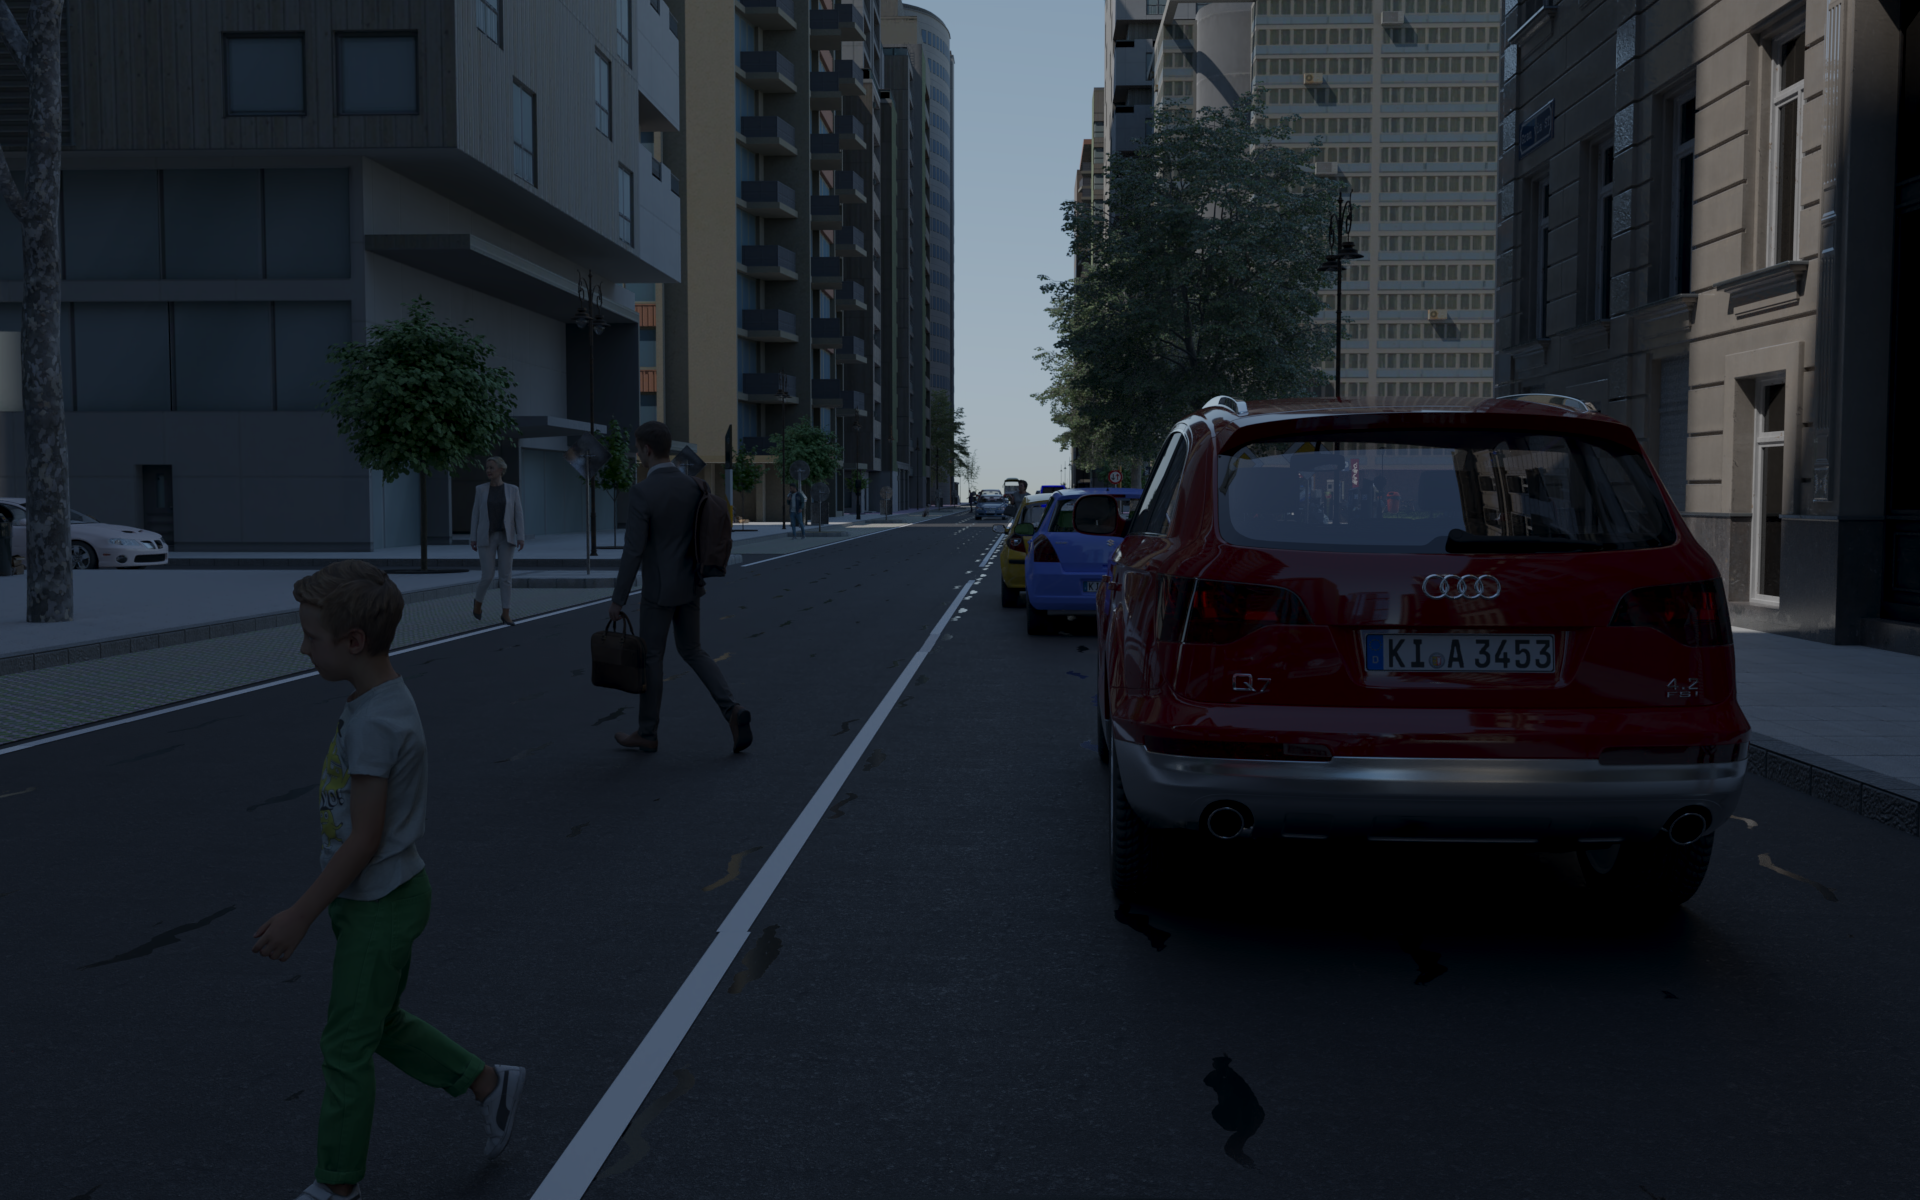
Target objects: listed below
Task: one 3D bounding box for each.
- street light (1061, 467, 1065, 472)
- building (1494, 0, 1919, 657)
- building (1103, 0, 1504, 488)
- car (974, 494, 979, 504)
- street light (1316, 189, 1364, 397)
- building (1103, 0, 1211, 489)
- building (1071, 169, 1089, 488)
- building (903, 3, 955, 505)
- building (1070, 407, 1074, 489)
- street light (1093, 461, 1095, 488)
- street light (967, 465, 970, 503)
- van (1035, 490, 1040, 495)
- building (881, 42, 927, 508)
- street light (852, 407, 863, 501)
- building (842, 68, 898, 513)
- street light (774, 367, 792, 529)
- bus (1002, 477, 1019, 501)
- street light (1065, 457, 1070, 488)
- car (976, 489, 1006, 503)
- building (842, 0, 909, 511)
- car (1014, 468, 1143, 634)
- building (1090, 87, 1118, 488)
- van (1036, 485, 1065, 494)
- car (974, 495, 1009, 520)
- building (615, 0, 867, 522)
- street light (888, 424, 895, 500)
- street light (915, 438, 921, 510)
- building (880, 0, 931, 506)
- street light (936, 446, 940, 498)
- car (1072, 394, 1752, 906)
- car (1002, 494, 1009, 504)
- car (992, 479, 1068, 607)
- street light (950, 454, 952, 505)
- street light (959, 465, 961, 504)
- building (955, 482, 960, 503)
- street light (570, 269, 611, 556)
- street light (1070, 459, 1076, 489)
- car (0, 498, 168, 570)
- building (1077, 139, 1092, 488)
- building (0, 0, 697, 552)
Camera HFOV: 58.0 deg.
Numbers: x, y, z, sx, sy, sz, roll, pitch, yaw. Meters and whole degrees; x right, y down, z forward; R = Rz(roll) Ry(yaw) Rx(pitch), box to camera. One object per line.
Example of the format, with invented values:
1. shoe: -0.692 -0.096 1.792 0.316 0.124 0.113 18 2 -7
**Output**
1. street light: 14.654 -16.440 241.586 0.468 5.910 1.993 0 4 2
2. building: 13.008 -13.180 12.755 12.463 27.353 25.104 0 4 2
3. building: 27.145 -26.822 130.423 32.217 40.220 23.993 0 4 2
4. car: 2.865 -13.879 237.147 2.015 1.641 3.980 0 4 4
5. street light: 5.815 -3.294 26.645 0.468 5.910 1.993 0 4 2
6. building: 26.882 -34.653 155.807 28.713 52.752 27.495 0 4 2
7. building: 22.345 -35.629 232.640 14.600 45.320 14.200 0 4 2
8. building: -11.789 -40.775 208.676 21.231 58.520 28.212 0 4 2
9. building: 30.423 -25.047 254.565 27.650 21.520 28.899 0 4 2
10. street light: 10.091 -9.647 130.519 0.468 5.910 1.993 0 4 2
11. street light: 1.274 -16.964 250.155 0.468 5.910 1.993 0 4 2
12. van: 8.784 -10.912 185.422 2.013 2.044 4.112 0 4 4
13. building: -10.430 -28.711 153.027 14.154 41.232 14.086 0 4 2
14. street light: -5.362 -7.199 90.499 0.468 5.910 1.993 0 4 2
15. building: -11.806 -21.205 118.405 14.160 30.474 14.107 0 4 2
16. street light: -6.409 -5.512 62.904 0.468 5.910 1.993 0 4 2
17. bus: 7.869 -16.462 260.692 2.896 3.916 12.252 0 4 2
18. street light: 13.555 -14.759 214.090 0.468 5.910 1.993 0 4 2
19. car: 2.301 -7.388 129.459 2.281 1.827 5.304 0 4 0
20. building: -14.551 -42.612 134.950 20.563 71.187 20.611 0 4 2
21. car: 1.556 -0.572 18.952 1.945 1.707 3.694 0 4 2
22. building: 20.390 -30.200 177.369 14.154 41.232 14.086 0 4 2
23. van: 6.404 -7.064 119.886 2.240 2.365 5.245 0 4 2
24. car: 1.792 -5.224 97.412 2.014 1.417 4.499 0 4 4
25. building: -16.655 -26.683 90.894 22.147 44.769 28.867 0 4 2
26. street light: -4.484 -8.545 112.497 0.468 5.910 1.993 0 4 2
27. street light: -3.414 -10.219 139.873 0.468 5.910 1.993 0 4 2
28. building: -14.156 -33.460 170.780 21.300 48.544 21.600 0 4 2
29. street light: -2.167 -11.885 167.109 0.468 5.910 1.993 0 4 2
30. car: 1.635 0.064 7.620 2.281 1.827 5.304 0 4 4
31. car: 4.887 -11.994 208.103 2.014 1.417 4.499 0 4 0
32. car: 1.427 -0.802 23.336 2.015 1.641 3.980 0 4 3
33. street light: -1.044 -13.629 195.614 0.468 5.910 1.993 0 4 2
34. street light: 0.030 -15.288 222.747 0.468 5.910 1.993 0 4 2
35. building: -16.413 -34.117 249.700 32.217 40.220 23.993 0 4 2
36. street light: -7.601 -3.852 35.776 0.468 5.910 1.993 0 4 2
37. street light: 12.306 -13.017 185.623 0.468 5.910 1.993 0 4 2
38. car: -16.682 -1.138 30.973 4.827 1.381 2.083 0 4 4
39. building: 25.534 -33.985 210.282 22.147 44.769 28.867 0 4 2
40. building: -23.573 -28.137 49.286 28.713 52.752 27.495 0 4 2
